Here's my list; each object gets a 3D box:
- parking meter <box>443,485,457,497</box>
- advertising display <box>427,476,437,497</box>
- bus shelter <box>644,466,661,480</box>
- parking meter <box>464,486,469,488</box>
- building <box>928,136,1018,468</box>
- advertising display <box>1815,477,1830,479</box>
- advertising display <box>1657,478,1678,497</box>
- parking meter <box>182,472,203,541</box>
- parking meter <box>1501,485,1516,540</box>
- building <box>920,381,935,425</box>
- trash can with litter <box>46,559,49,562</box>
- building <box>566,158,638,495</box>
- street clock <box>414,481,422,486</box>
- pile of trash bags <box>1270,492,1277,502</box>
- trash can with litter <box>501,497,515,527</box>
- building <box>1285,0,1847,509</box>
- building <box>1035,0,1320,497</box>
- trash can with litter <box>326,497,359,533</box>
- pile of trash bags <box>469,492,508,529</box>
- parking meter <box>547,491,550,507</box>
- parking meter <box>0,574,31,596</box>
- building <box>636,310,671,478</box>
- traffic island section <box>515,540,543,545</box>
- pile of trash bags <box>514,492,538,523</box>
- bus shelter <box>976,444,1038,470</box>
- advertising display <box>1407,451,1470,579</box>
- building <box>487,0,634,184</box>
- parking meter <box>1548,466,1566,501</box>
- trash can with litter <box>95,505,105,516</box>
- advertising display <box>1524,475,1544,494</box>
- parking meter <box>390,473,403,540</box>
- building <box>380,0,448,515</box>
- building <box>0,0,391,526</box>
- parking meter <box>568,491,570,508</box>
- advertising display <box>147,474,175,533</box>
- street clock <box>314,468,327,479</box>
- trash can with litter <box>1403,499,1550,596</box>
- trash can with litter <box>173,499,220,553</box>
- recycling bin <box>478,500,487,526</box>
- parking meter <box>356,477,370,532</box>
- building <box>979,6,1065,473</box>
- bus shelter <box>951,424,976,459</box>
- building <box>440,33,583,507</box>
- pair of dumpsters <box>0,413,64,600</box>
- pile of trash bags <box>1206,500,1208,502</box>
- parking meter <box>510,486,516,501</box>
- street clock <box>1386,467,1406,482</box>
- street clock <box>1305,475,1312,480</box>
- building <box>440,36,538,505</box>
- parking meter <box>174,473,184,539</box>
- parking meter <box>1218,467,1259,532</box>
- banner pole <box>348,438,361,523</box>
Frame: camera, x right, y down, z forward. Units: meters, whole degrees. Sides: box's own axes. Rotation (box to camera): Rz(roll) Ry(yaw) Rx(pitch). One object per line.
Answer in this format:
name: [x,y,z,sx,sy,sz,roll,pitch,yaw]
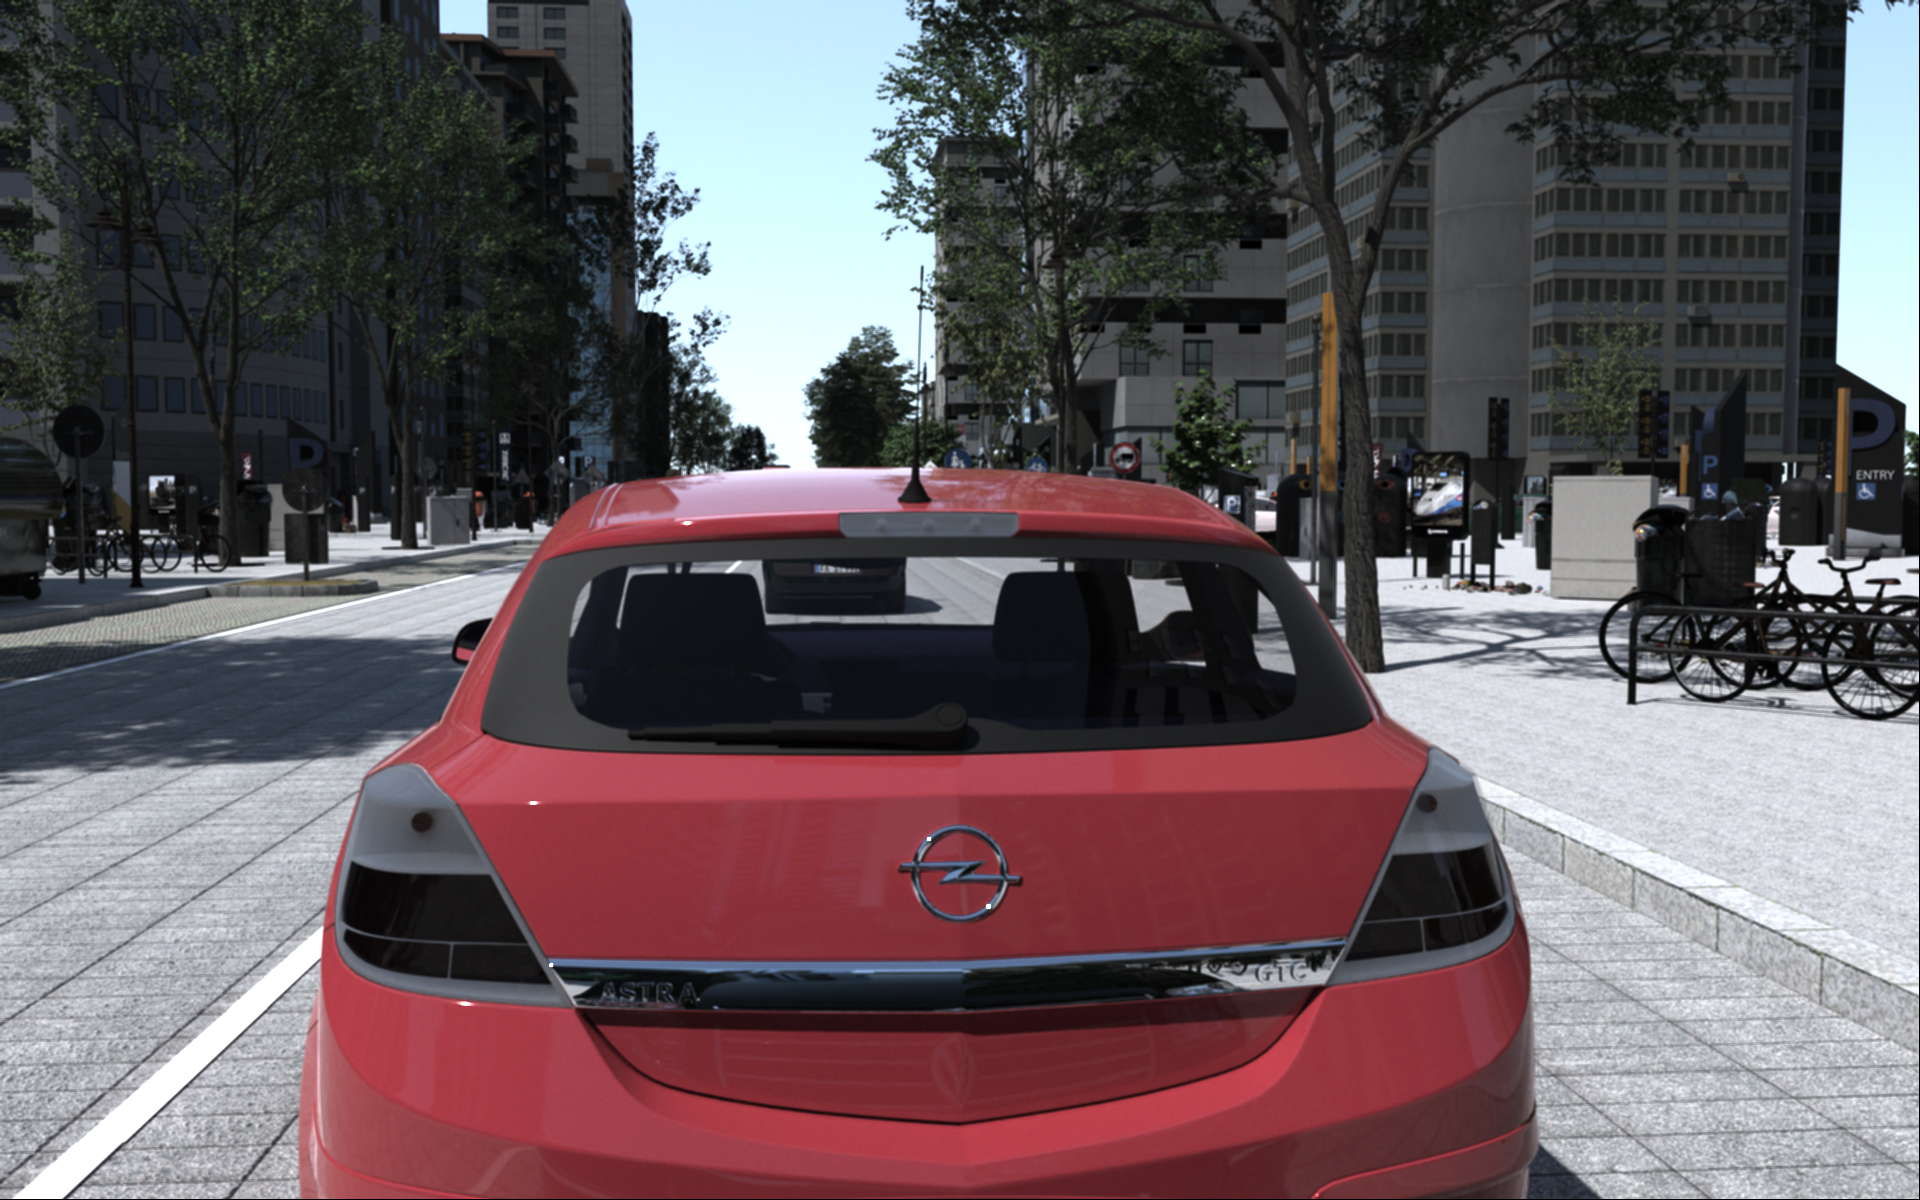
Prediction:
parking meter: [-14.109,-2.418,47.941,0.372,1.533,0.369,0,3,0]
advertising display: [-18.693,-3.424,61.195,0.123,1.923,0.974,0,4,3]
bus shelter: [-23.021,-8.171,127.516,2.014,3.302,5.546,0,4,-5]
parking meter: [-32.951,-6.731,115.757,0.255,1.863,0.399,2,4,34]
building: [10.635,-40.458,250.726,28.713,52.752,27.495,0,4,-5]
advertising display: [33.095,-3.750,66.526,0.123,1.923,0.974,0,4,1]
advertising display: [28.332,-3.942,69.662,0.974,1.923,0.123,0,4,4]
parking meter: [-20.737,-2.520,46.917,0.399,1.863,0.255,-1,4,-14]
parking meter: [15.404,-2.461,48.646,0.372,1.533,0.369,0,3,0]
building: [8.199,-26.605,280.035,27.650,21.520,28.899,0,4,-5]
trash can with litter: [-17.617,-1.289,32.133,2.233,1.210,1.678,2,4,24]
building: [-51.458,-35.731,234.311,14.600,45.320,14.200,0,4,-5]
street clock: [-30.284,-5.630,96.617,0.471,2.002,0.358,-3,5,-41]
pile of trash bags: [12.721,-3.846,72.635,1.912,1.369,3.447,-1,4,-14]
trash can with litter: [-17.778,-3.452,67.835,0.624,1.170,1.055,1,4,8]
building: [31.086,-24.345,89.930,23.993,40.220,32.217,0,4,-5]
building: [20.171,-32.546,121.371,28.713,52.752,27.495,0,4,-5]
trash can with litter: [-20.339,-2.796,57.099,1.055,1.170,0.624,1,4,11]
pile of trash bags: [-17.862,-3.358,64.651,1.912,1.369,3.447,-1,4,-12]
parking meter: [-30.454,-7.346,128.520,0.372,1.533,0.369,0,3,0]
parking meter: [-11.986,-0.988,21.862,0.399,1.863,0.255,1,4,22]
building: [-52.887,-30.488,270.172,14.160,30.474,14.107,0,4,-5]
traffic island section: [-11.603,-1.692,49.940,2.009,0.180,2.903,0,4,-5]
pile of trash bags: [-20.133,-4.228,78.885,1.912,1.369,3.447,-3,4,-36]
bus shelter: [1.919,-4.798,72.364,2.014,3.302,5.546,0,4,-5]
advertising display: [7.308,-1.296,26.399,0.123,1.923,0.974,-3,5,-39]
building: [-55.669,-49.706,250.949,20.563,71.187,20.611,0,4,-5]
parking meter: [12.170,-1.812,35.339,0.255,1.863,0.399,2,4,33]
trash can with litter: [-20.077,-1.730,39.679,0.624,1.170,1.055,0,4,-7]
advertising display: [19.916,-3.358,60.116,0.974,1.923,0.123,-2,4,-35]
parking meter: [-15.706,-2.607,48.341,0.399,1.863,0.255,3,5,43]
building: [-41.761,-28.197,111.131,14.600,45.320,14.200,0,4,-5]
building: [-41.527,-32.997,81.493,21.231,58.520,28.212,0,4,-5]
parking meter: [-21.236,-5.282,94.768,0.372,1.533,0.369,0,3,0]
advertising display: [-25.925,-3.130,56.397,0.974,1.923,0.123,0,4,0]
street clock: [-18.167,-2.718,49.006,0.471,2.002,0.358,1,4,20]
trash can with litter: [6.992,-0.718,22.799,1.678,1.210,2.233,-1,4,-13]
trash can with litter: [-16.549,-1.606,37.645,1.055,1.170,0.624,-1,4,-10]
recycling bin: [-19.662,-3.545,70.513,0.722,1.027,0.722,0,4,-7]
parking meter: [-20.251,-3.245,58.770,0.399,1.863,0.255,0,4,-3]
building: [14.567,-53.079,180.517,22.319,86.520,31.000,0,4,-5]
bus shelter: [-0.506,-7.299,96.976,2.179,5.291,8.768,0,4,-5]
building: [-49.000,-31.402,168.049,22.147,44.769,28.867,0,4,-5]
pair of dumpsters: [-11.483,-1.002,18.880,1.574,2.255,4.437,0,4,-5]
pile of trash bags: [9.446,-3.222,62.435,1.912,1.369,3.447,0,3,0]
parking meter: [-30.890,-6.982,119.872,0.399,1.863,0.255,2,4,33]
street clock: [11.667,-2.558,46.386,0.471,2.002,0.358,3,5,39]
street clock: [13.065,-3.687,64.860,0.471,2.002,0.358,-2,4,-34]
building: [-52.220,-27.496,141.443,32.217,40.220,23.993,0,4,-5]
parking meter: [-22.067,-2.650,49.034,0.255,1.863,0.399,-2,4,-29]
parking meter: [2.558,-0.460,15.924,0.372,1.533,0.369,0,3,0]
banner pole: [-27.162,-5.366,77.746,0.863,3.779,0.401,1,4,21]
